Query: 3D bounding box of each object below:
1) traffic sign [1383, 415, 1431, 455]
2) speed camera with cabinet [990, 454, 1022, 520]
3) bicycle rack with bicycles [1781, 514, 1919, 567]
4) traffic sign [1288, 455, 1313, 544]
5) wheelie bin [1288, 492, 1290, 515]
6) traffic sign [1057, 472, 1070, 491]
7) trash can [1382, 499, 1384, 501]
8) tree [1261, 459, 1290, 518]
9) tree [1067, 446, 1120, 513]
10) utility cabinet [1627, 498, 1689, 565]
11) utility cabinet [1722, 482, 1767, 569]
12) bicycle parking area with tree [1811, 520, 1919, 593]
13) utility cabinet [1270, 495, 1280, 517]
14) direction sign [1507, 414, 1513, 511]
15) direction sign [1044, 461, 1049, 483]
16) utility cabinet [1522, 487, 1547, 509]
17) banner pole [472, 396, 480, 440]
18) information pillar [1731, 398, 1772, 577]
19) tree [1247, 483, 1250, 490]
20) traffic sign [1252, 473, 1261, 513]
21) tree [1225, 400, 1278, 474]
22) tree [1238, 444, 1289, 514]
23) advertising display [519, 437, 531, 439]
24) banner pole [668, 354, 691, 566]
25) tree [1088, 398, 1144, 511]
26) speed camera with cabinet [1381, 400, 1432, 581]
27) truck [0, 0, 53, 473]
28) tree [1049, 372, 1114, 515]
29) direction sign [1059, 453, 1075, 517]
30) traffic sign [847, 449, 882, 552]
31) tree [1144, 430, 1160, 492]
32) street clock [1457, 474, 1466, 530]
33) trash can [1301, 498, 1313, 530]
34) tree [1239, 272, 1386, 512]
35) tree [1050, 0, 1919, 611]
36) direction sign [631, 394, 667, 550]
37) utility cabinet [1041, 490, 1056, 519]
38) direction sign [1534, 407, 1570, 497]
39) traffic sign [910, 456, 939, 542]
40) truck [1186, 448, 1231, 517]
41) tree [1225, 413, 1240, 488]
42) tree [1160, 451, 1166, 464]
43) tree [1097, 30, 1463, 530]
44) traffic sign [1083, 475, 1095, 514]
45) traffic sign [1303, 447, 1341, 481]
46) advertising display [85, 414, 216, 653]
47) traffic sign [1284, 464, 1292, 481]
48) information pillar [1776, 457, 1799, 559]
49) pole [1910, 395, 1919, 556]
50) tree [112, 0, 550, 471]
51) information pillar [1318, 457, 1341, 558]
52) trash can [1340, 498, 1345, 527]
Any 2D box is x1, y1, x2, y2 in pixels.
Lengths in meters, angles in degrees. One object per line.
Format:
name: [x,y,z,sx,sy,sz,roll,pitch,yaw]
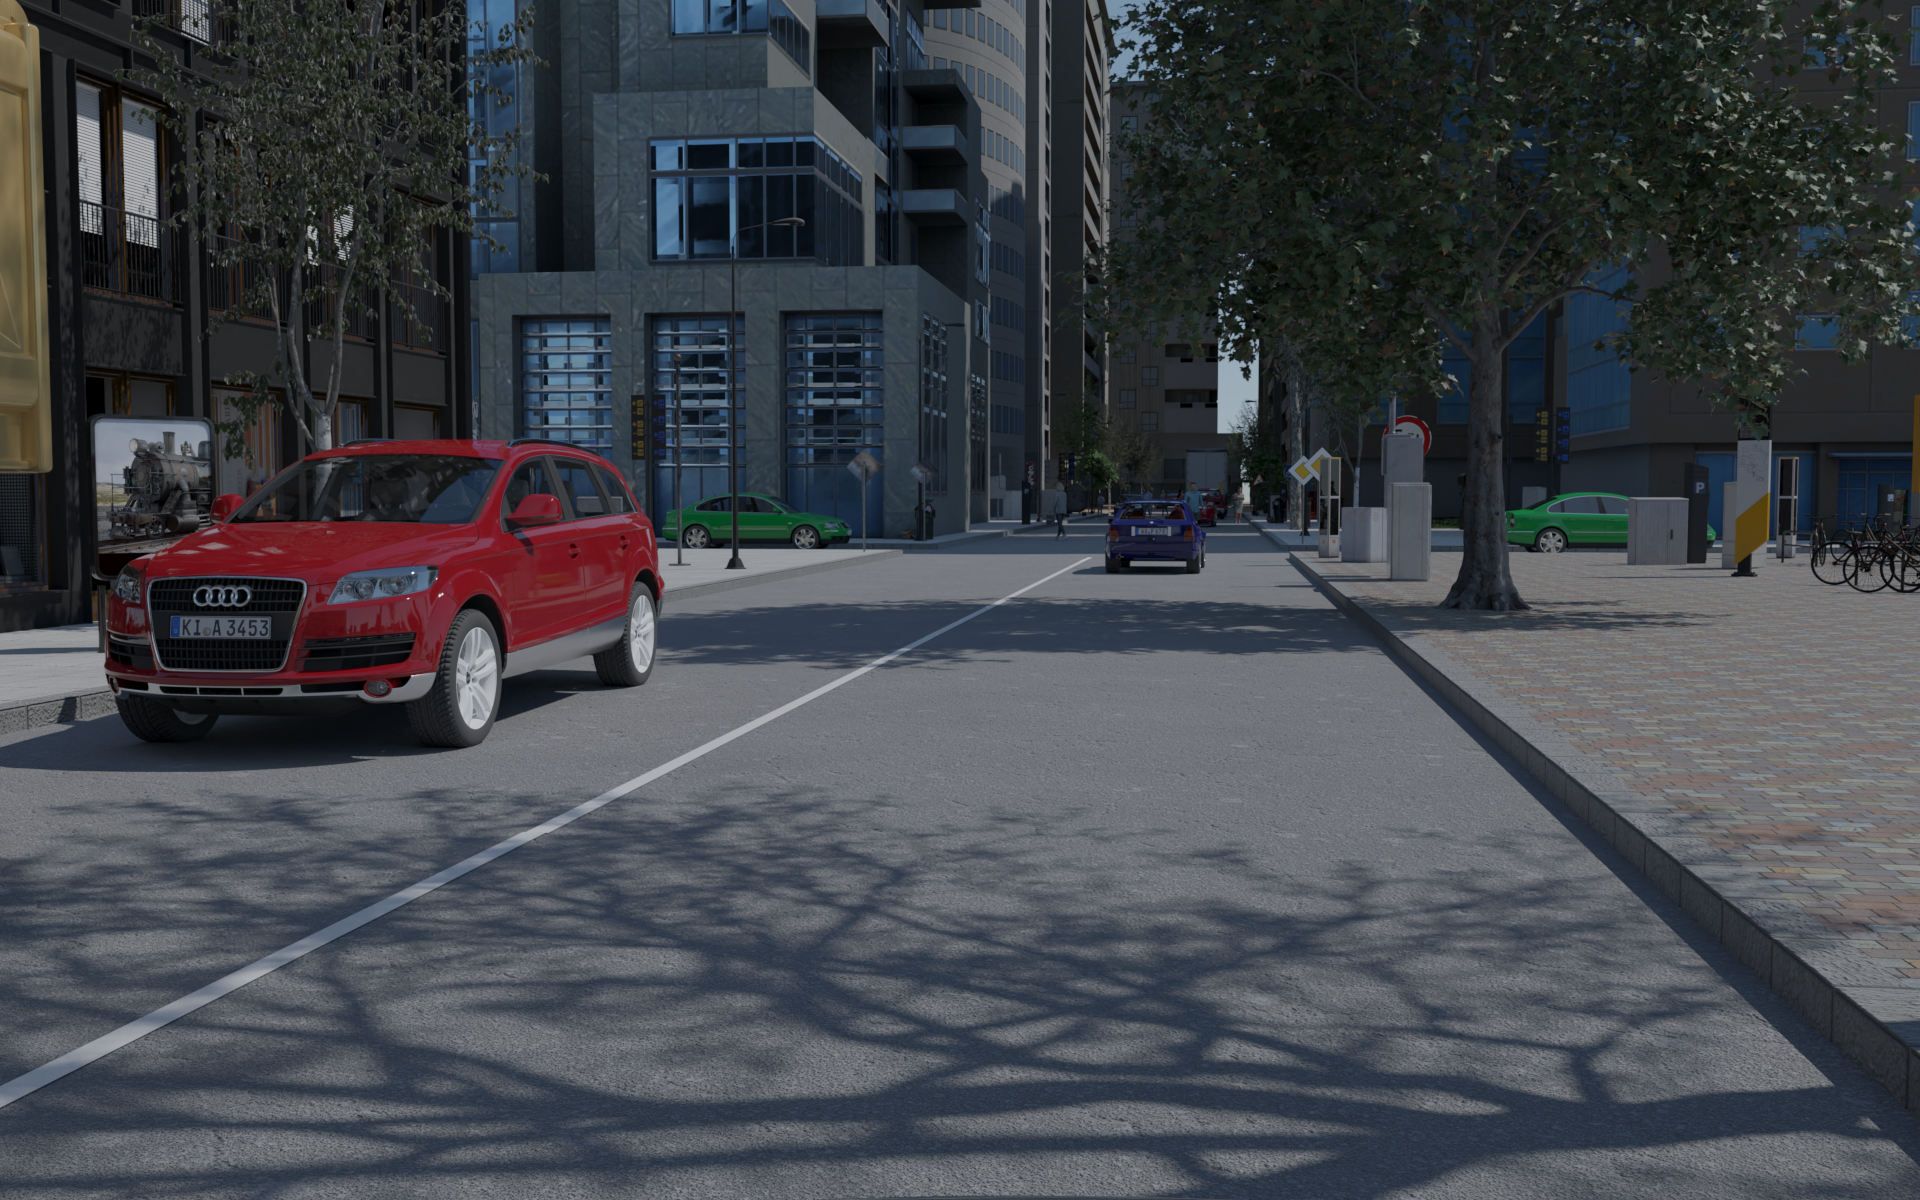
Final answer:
traffic sign: [7.243,-1.715,28.141,0.768,2.556,0.104,1,4,9]
speed camera with cabinet: [2.293,-5.597,85.852,0.660,3.252,2.038,3,5,42]
bicycle rack with bicycles: [16.228,-1.101,31.381,2.852,0.926,2.925,1,4,9]
traffic sign: [8.883,-2.520,44.840,0.795,2.450,0.064,1,4,8]
wheelie bin: [20.440,-5.989,105.824,0.980,1.594,0.693,-3,5,-40]
traffic sign: [5.878,-6.009,98.352,0.768,2.556,0.104,1,4,14]
trash can: [11.933,-2.188,47.431,0.748,1.137,0.748,0,3,0]
tree: [17.568,-6.139,94.970,1.663,3.219,1.824,0,3,0]
tree: [9.143,-8.378,120.693,4.285,4.588,4.351,0,3,0]
utility cabinet: [12.639,-1.236,31.365,1.020,1.237,0.306,-1,4,-9]
utility cabinet: [13.501,-1.292,29.802,1.173,1.500,0.318,-3,5,-44]
bicycle parking area with tree: [15.160,-2.033,20.234,9.016,4.147,8.231,1,4,23]
utility cabinet: [16.671,-4.927,91.723,0.306,1.237,1.020,2,4,26]
direction sign: [15.769,-3.531,49.726,0.379,3.537,0.876,1,4,10]
direction sign: [5.714,-7.732,118.412,0.876,3.537,0.379,-2,4,-33]
utility cabinet: [17.597,-2.714,53.052,0.318,1.500,1.173,0,4,-3]
banner pole: [-11.034,-3.003,39.119,0.401,3.779,0.863,-3,5,-43]
information pillar: [12.269,-2.167,26.792,0.504,3.616,0.183,3,5,43]
tree: [26.668,-9.778,154.472,1.663,3.219,1.824,0,3,0]
traffic sign: [18.664,-6.611,108.092,0.884,2.594,0.081,1,4,10]
tree: [22.736,-11.234,134.045,4.737,8.622,4.395,0,3,0]
tree: [19.591,-7.766,110.694,4.285,4.588,4.351,0,3,0]
advertising display: [-4.973,-0.902,19.959,0.123,1.923,0.974,-1,4,-10]
banner pole: [-4.978,-2.492,30.759,0.401,3.779,0.863,-1,4,-13]
tree: [11.515,-11.147,132.613,4.360,8.622,3.978,0,3,0]
speed camera with cabinet: [6.791,-1.956,26.309,0.660,3.252,2.038,1,4,10]
truck: [-5.068,-0.337,1.434,3.469,3.379,9.791,1,4,8]
tree: [7.204,-9.400,104.058,4.737,8.622,4.395,0,3,0]
direction sign: [5.877,-6.330,95.489,0.876,3.537,0.379,0,4,-7]
traffic sign: [-2.125,-2.127,38.418,0.795,2.450,0.064,1,4,8]
tree: [16.872,-13.428,169.915,4.360,8.622,3.978,0,3,0]
street clock: [17.967,-3.499,61.786,0.471,2.002,0.358,-3,4,-39]
trash can: [12.394,-3.124,62.739,0.748,1.137,0.748,0,3,0]
tree: [10.765,-5.962,47.849,4.360,8.622,3.978,0,3,0]
tree: [5.782,-6.247,19.147,9.611,12.733,9.660,0,3,0]
direction sign: [-7.087,-2.905,39.489,0.876,3.537,0.379,1,4,18]
utility cabinet: [4.543,-4.772,86.706,0.318,1.500,1.173,-2,4,-35]
direction sign: [15.415,-3.251,45.147,0.876,3.537,0.379,0,4,8]
traffic sign: [-0.951,-2.610,46.316,0.795,2.450,0.064,1,4,8]
truck: [16.082,-7.539,112.182,2.839,4.237,11.283,1,4,10]
tree: [21.738,-10.826,127.360,4.360,8.622,3.978,0,3,0]
tree: [20.626,-14.914,194.213,4.360,8.622,3.978,0,3,0]
tree: [10.980,-12.496,60.204,12.611,20.169,13.585,0,3,0]
traffic sign: [8.440,-6.939,113.557,0.768,2.556,0.104,1,4,10]
traffic sign: [7.709,-2.037,36.941,0.795,2.450,0.064,1,4,8]
advertising display: [-6.619,-0.551,14.229,0.974,1.923,0.123,-3,5,-43]
traffic sign: [13.820,-4.389,71.860,0.768,2.556,0.104,1,4,12]
information pillar: [16.487,-1.837,34.520,0.304,2.012,0.304,3,5,39]
pole: [19.800,-2.569,35.846,0.158,3.312,0.155,0,3,0]
tree: [-6.179,-4.069,16.891,4.360,8.622,3.978,0,3,0]
information pillar: [7.410,-1.850,34.742,0.304,2.012,0.304,-2,4,-30]
trash can: [14.527,-3.387,67.034,0.748,1.137,0.748,0,3,0]
